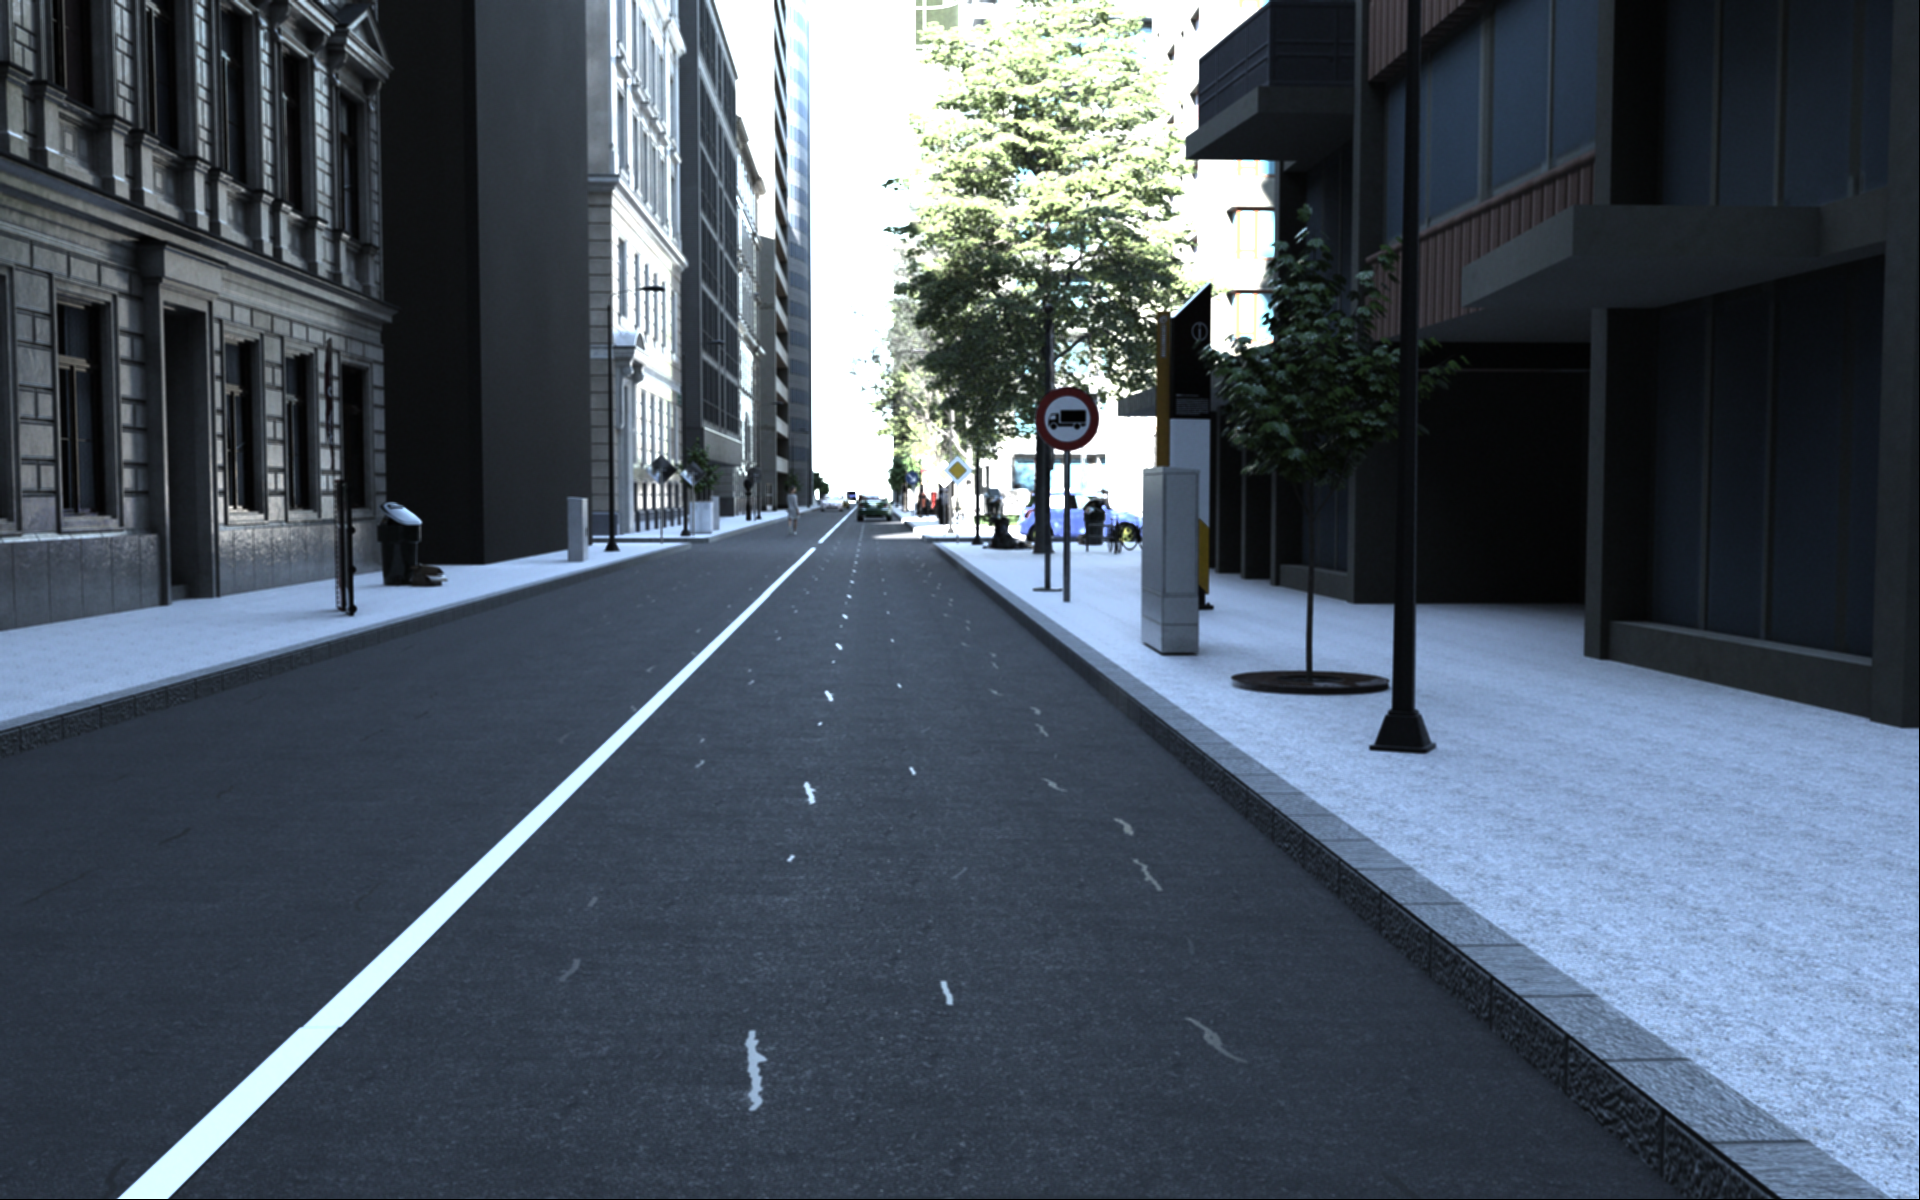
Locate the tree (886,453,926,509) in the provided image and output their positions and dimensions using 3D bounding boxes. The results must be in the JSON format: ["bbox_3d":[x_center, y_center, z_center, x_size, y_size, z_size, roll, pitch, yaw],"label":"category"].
[{"bbox_3d":[-3.951,-8.954,130.119,4.285,4.588,4.351,0,3,0],"label":"tree"}]

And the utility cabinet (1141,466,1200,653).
[{"bbox_3d":[1.737,-0.343,14.287,0.318,1.500,1.173,0,4,-2],"label":"utility cabinet"}]

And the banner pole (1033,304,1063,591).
[{"bbox_3d":[1.181,-1.997,22.675,0.401,3.779,0.863,0,4,-4],"label":"banner pole"}]

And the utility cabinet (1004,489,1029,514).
[{"bbox_3d":[2.577,-4.302,79.014,1.173,1.500,0.318,-2,4,-29],"label":"utility cabinet"}]

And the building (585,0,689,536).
[{"bbox_3d":[-17.256,-16.875,61.817,13.634,28.700,20.117,0,4,-3],"label":"building"}]

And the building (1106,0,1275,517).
[{"bbox_3d":[21.951,-13.576,67.001,28.899,21.520,27.650,0,4,-3],"label":"building"}]

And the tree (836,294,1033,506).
[{"bbox_3d":[-0.857,-8.609,75.161,8.767,10.594,7.601,-1,4,-19],"label":"tree"}]

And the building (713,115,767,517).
[{"bbox_3d":[-19.083,-19.093,109.435,12.463,27.353,25.104,0,4,-3],"label":"building"}]

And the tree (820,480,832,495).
[{"bbox_3d":[-18.033,-14.597,233.263,1.663,3.219,1.824,0,3,0],"label":"tree"}]

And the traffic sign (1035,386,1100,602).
[{"bbox_3d":[1.274,-1.253,20.591,0.768,2.556,0.104,0,4,5],"label":"traffic sign"}]

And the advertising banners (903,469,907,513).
[{"bbox_3d":[-3.801,-7.598,120.414,0.090,3.025,2.074,0,4,4],"label":"advertising banners"}]

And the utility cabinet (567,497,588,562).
[{"bbox_3d":[-7.332,-1.352,33.275,0.306,1.237,1.020,0,4,-6],"label":"utility cabinet"}]

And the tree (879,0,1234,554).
[{"bbox_3d":[2.000,-7.259,36.805,7.486,12.596,7.792,0,3,0],"label":"tree"}]

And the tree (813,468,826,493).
[{"bbox_3d":[-17.412,-13.464,203.855,4.285,4.588,4.351,0,3,0],"label":"tree"}]

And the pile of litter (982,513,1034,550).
[{"bbox_3d":[1.146,-1.637,40.738,1.176,0.858,1.719,-1,4,-14],"label":"pile of litter"}]

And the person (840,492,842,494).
[{"bbox_3d":[-16.047,-13.749,234.230,0.436,1.711,0.756,2,4,23],"label":"person"}]

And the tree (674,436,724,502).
[{"bbox_3d":[-8.682,-3.878,58.001,1.663,3.219,1.824,0,3,0],"label":"tree"}]

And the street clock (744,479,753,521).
[{"bbox_3d":[-10.222,-4.840,83.711,0.358,2.002,0.471,2,4,25],"label":"street clock"}]

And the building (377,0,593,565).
[{"bbox_3d":[-16.835,-12.643,36.388,15.834,23.373,12.332,0,4,-3],"label":"building"}]

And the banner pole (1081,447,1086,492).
[{"bbox_3d":[5.804,-5.598,81.549,0.401,3.779,0.863,1,4,22],"label":"banner pole"}]

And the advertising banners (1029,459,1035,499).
[{"bbox_3d":[3.597,-5.477,85.732,0.090,3.025,2.074,0,4,-7],"label":"advertising banners"}]

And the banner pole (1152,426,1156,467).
[{"bbox_3d":[7.115,-4.488,63.396,0.401,3.779,0.863,1,4,18],"label":"banner pole"}]

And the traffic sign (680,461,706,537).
[{"bbox_3d":[-8.013,-2.960,52.042,0.795,2.450,0.064,0,4,-3],"label":"traffic sign"}]

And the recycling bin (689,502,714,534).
[{"bbox_3d":[-8.338,-2.649,55.860,0.722,1.027,0.722,0,4,-4],"label":"recycling bin"}]

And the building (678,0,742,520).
[{"bbox_3d":[-18.618,-17.757,83.829,14.314,27.812,24.014,0,4,-3],"label":"building"}]

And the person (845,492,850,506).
[{"bbox_3d":[-13.858,-12.468,213.148,0.445,1.727,0.742,1,4,18],"label":"person"}]

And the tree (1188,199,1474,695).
[{"bbox_3d":[2.261,-1.039,11.591,1.663,3.219,1.824,0,3,0],"label":"tree"}]

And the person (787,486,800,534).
[{"bbox_3d":[-5.927,-3.194,61.480,0.466,1.731,0.760,0,4,0],"label":"person"}]

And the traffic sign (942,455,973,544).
[{"bbox_3d":[-0.063,-2.495,44.439,0.795,2.450,0.064,0,4,-3],"label":"traffic sign"}]

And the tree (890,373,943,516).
[{"bbox_3d":[-2.605,-9.255,101.674,4.737,8.622,4.395,0,3,0],"label":"tree"}]

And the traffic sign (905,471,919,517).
[{"bbox_3d":[-2.651,-5.869,96.062,0.768,2.556,0.104,0,4,7],"label":"traffic sign"}]

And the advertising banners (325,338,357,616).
[{"bbox_3d":[-6.806,-1.395,18.991,0.090,3.025,2.074,-2,4,-25],"label":"advertising banners"}]

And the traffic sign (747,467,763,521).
[{"bbox_3d":[-9.646,-4.968,81.330,0.768,2.556,0.104,0,4,4],"label":"traffic sign"}]

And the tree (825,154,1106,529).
[{"bbox_3d":[0.231,-9.343,63.121,12.009,13.543,11.850,0,3,0],"label":"tree"}]

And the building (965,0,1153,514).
[{"bbox_3d":[11.853,-30.139,112.374,23.786,49.044,30.456,0,4,-3],"label":"building"}]

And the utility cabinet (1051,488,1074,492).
[{"bbox_3d":[3.786,-3.535,66.482,1.173,1.500,0.318,0,4,4],"label":"utility cabinet"}]

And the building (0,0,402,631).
[{"bbox_3d":[-13.899,-9.496,19.885,10.561,19.102,19.286,0,4,-3],"label":"building"}]

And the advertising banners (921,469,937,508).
[{"bbox_3d":[-1.805,-7.647,121.209,2.074,3.025,0.090,-2,4,-25],"label":"advertising banners"}]

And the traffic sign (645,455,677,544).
[{"bbox_3d":[-7.598,-2.473,44.068,0.795,2.450,0.064,0,4,-3],"label":"traffic sign"}]

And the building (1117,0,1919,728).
[{"bbox_3d":[14.332,-22.158,16.916,22.147,44.769,28.867,0,4,-3],"label":"building"}]

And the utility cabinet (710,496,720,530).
[{"bbox_3d":[-8.730,-3.092,61.716,0.306,1.237,1.020,-1,4,-11],"label":"utility cabinet"}]

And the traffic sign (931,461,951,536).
[{"bbox_3d":[-0.478,-2.983,52.413,0.795,2.450,0.064,0,4,-3],"label":"traffic sign"}]

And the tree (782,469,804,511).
[{"bbox_3d":[-12.679,-8.391,131.789,1.663,3.219,1.824,0,3,0],"label":"tree"}]

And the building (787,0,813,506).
[{"bbox_3d":[-26.824,-39.341,185.218,21.231,58.520,28.212,0,4,-3],"label":"building"}]
